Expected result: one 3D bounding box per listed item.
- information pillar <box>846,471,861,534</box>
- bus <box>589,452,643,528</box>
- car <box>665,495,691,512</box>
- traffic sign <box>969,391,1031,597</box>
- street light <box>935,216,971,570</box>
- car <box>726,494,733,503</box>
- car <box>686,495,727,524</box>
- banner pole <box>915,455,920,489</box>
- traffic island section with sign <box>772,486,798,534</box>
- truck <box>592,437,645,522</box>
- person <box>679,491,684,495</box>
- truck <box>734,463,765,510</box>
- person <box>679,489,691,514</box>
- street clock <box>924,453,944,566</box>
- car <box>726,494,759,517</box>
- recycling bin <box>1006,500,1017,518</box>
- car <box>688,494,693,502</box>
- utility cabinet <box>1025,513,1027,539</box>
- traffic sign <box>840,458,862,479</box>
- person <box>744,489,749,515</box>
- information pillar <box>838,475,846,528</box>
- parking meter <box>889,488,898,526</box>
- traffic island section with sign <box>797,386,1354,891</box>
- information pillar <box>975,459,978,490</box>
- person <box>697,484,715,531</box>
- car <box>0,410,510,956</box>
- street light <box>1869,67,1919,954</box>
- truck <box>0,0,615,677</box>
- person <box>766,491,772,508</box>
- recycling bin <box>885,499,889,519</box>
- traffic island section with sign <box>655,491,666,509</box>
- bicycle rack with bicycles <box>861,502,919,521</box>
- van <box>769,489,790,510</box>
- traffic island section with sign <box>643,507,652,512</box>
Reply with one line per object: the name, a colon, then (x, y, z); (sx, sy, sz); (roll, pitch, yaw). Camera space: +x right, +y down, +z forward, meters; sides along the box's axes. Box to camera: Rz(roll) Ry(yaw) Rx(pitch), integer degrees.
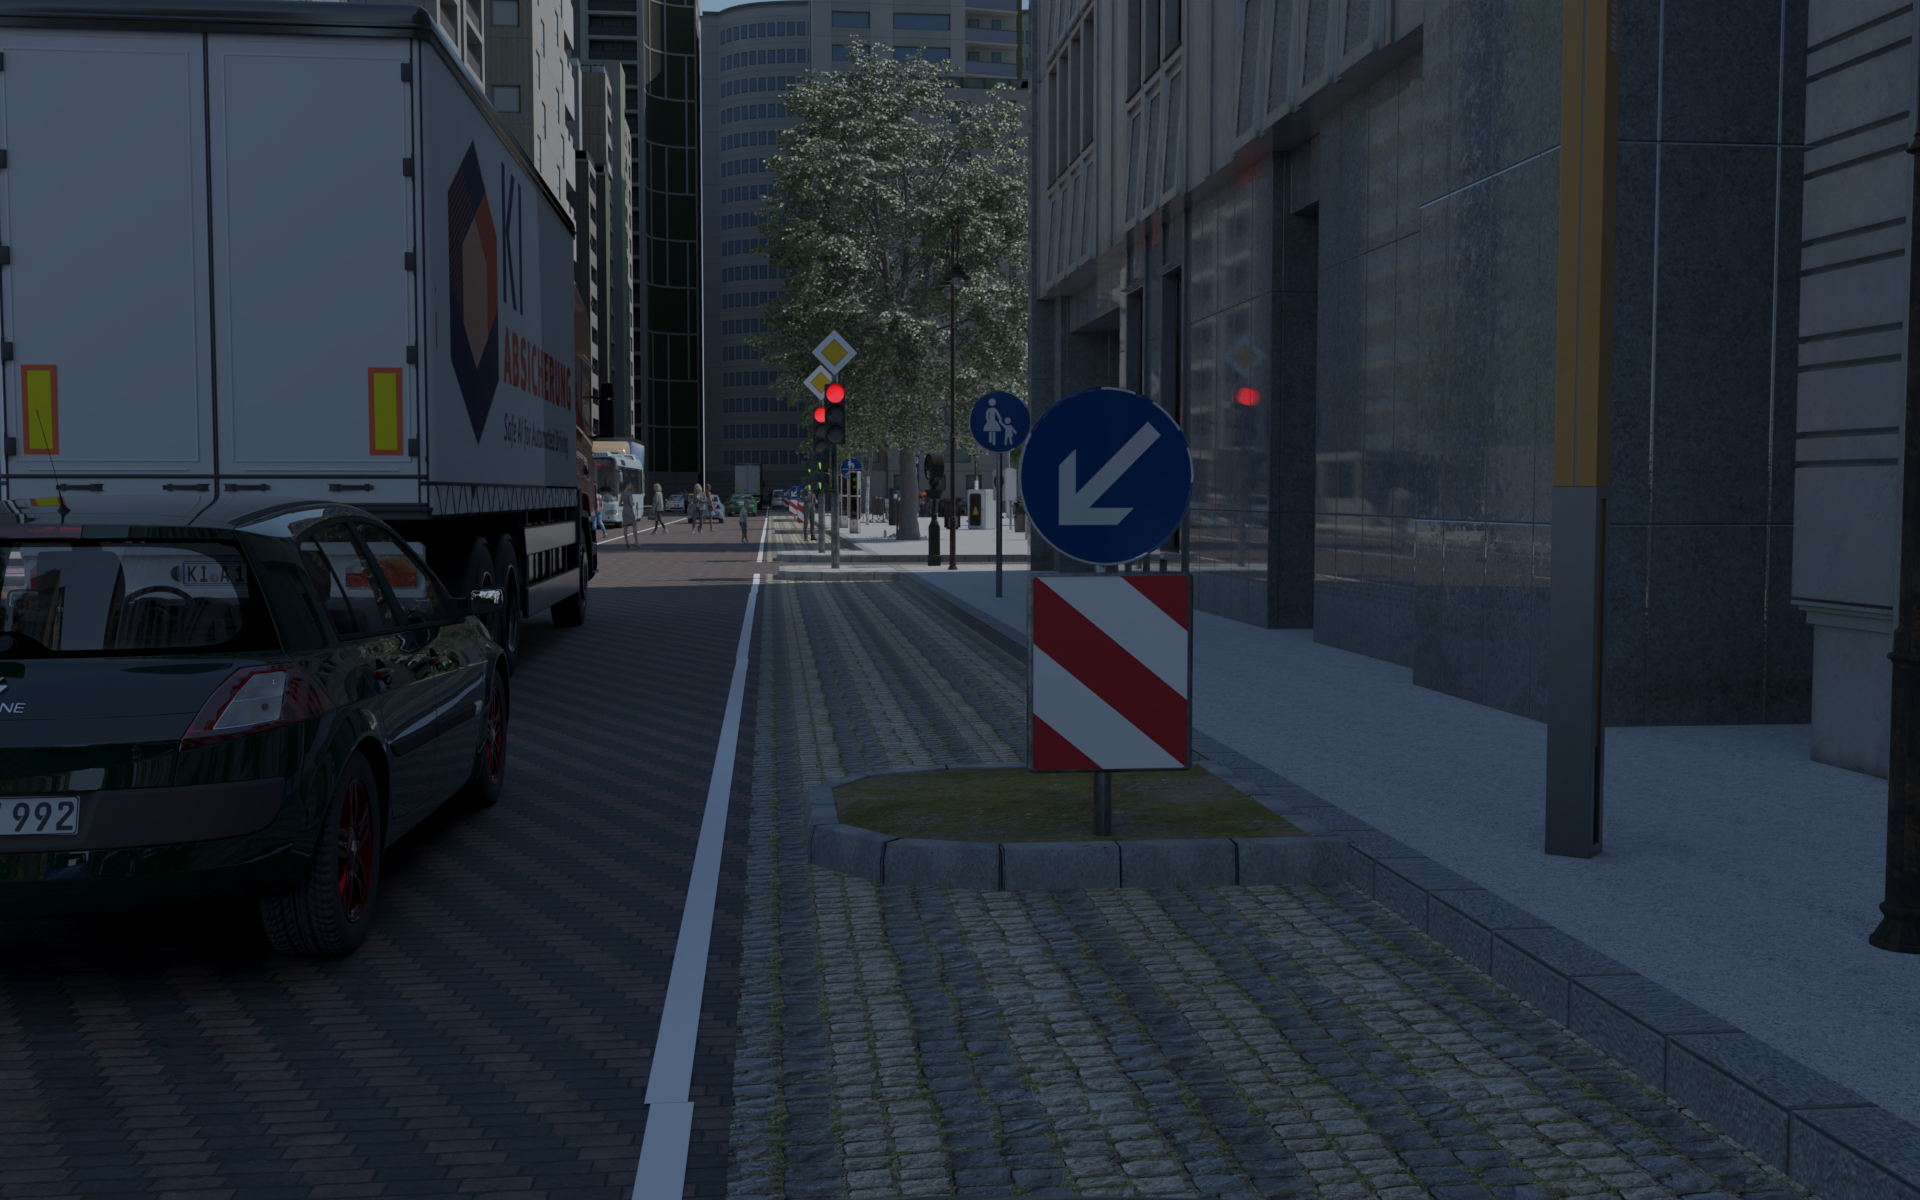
information pillar: (-3.409, -3.161, 56.180); (0.304, 2.012, 0.304); (1, 4, 13)
bus: (-15.608, -4.912, 75.168); (2.948, 3.499, 13.247); (0, 4, -6)
car: (-22.679, -7.772, 139.440); (2.083, 1.381, 4.827); (0, 4, -6)
traffic sign: (0.486, -1.305, 21.447); (0.768, 2.556, 0.104); (0, 4, -5)
street light: (-0.123, -3.448, 29.166); (0.468, 5.910, 1.993); (0, 4, -6)
car: (-22.267, -9.918, 172.388); (2.015, 1.641, 3.980); (0, 4, -7)
car: (-12.535, -4.499, 85.556); (2.014, 1.417, 4.499); (0, 4, -7)
banner pole: (-2.679, -6.563, 97.328); (0.863, 3.779, 0.401); (-1, 4, -12)
traffic island section with sign: (-5.695, -3.296, 62.514); (1.989, 1.847, 2.006); (0, 4, -6)
truck: (-17.593, -6.028, 87.477); (2.839, 4.237, 11.283); (0, 4, -6)
person: (-24.822, -8.879, 154.336); (0.551, 1.740, 0.621); (-3, 4, -36)
truck: (-19.707, -10.571, 161.757); (2.839, 4.237, 11.283); (0, 4, -5)
person: (-19.963, -7.191, 126.089); (1.348, 1.823, 0.705); (3, 5, 39)
street clock: (-0.459, -1.607, 30.853); (0.358, 2.002, 0.471); (-1, 4, -20)
car: (-13.852, -6.023, 110.269); (2.131, 1.459, 4.920); (0, 4, -6)
recycling bin: (2.868, -5.017, 94.580); (0.722, 1.027, 0.722); (0, 4, -2)
car: (-28.109, -10.500, 181.901); (2.015, 1.641, 3.980); (0, 4, -4)
utility cabinet: (2.368, -2.444, 48.638); (1.173, 1.500, 0.318); (-3, 4, -38)
traffic sign: (-3.802, -3.700, 60.597); (0.768, 2.556, 0.104); (0, 3, 0)
person: (-14.722, -6.704, 118.554); (0.568, 1.767, 0.683); (0, 4, -8)
information pillar: (-4.421, -3.733, 65.523); (0.304, 2.012, 0.304); (-2, 4, -28)
parking meter: (-2.721, -3.797, 70.487); (0.372, 1.533, 0.369); (0, 3, 0)
traffic island section with sign: (0.357, 0.089, 7.178); (1.989, 1.847, 2.006); (0, 4, -6)
information pillar: (1.009, -7.058, 106.757); (0.183, 3.616, 0.504); (1, 4, 18)
person: (-9.607, -3.506, 65.913); (0.778, 1.811, 0.616); (-3, 5, -40)
car: (-2.859, 0.190, 6.687); (2.009, 1.686, 4.222); (0, 4, -6)
street light: (2.680, -1.954, 4.734); (0.468, 5.910, 1.993); (0, 4, -6)
truck: (-4.885, -1.619, 15.390); (2.839, 4.237, 11.283); (0, 4, -7)
person: (-18.652, -9.914, 171.420); (1.217, 1.723, 0.721); (0, 4, -2)
recycling bin: (-3.416, -4.751, 90.232); (0.722, 1.027, 0.722); (3, 5, 43)
traffic island section with sign: (-28.758, -9.597, 165.534); (1.989, 1.847, 2.006); (0, 4, -6)
bicycle rack with bicycles: (-3.451, -4.265, 83.108); (2.852, 0.926, 2.925); (-2, 4, -35)
van: (-16.377, -9.228, 157.886); (2.013, 2.044, 4.112); (0, 4, -6)
traffic island section with sign: (-25.778, -7.928, 138.251); (1.989, 1.847, 2.006); (0, 4, -6)
